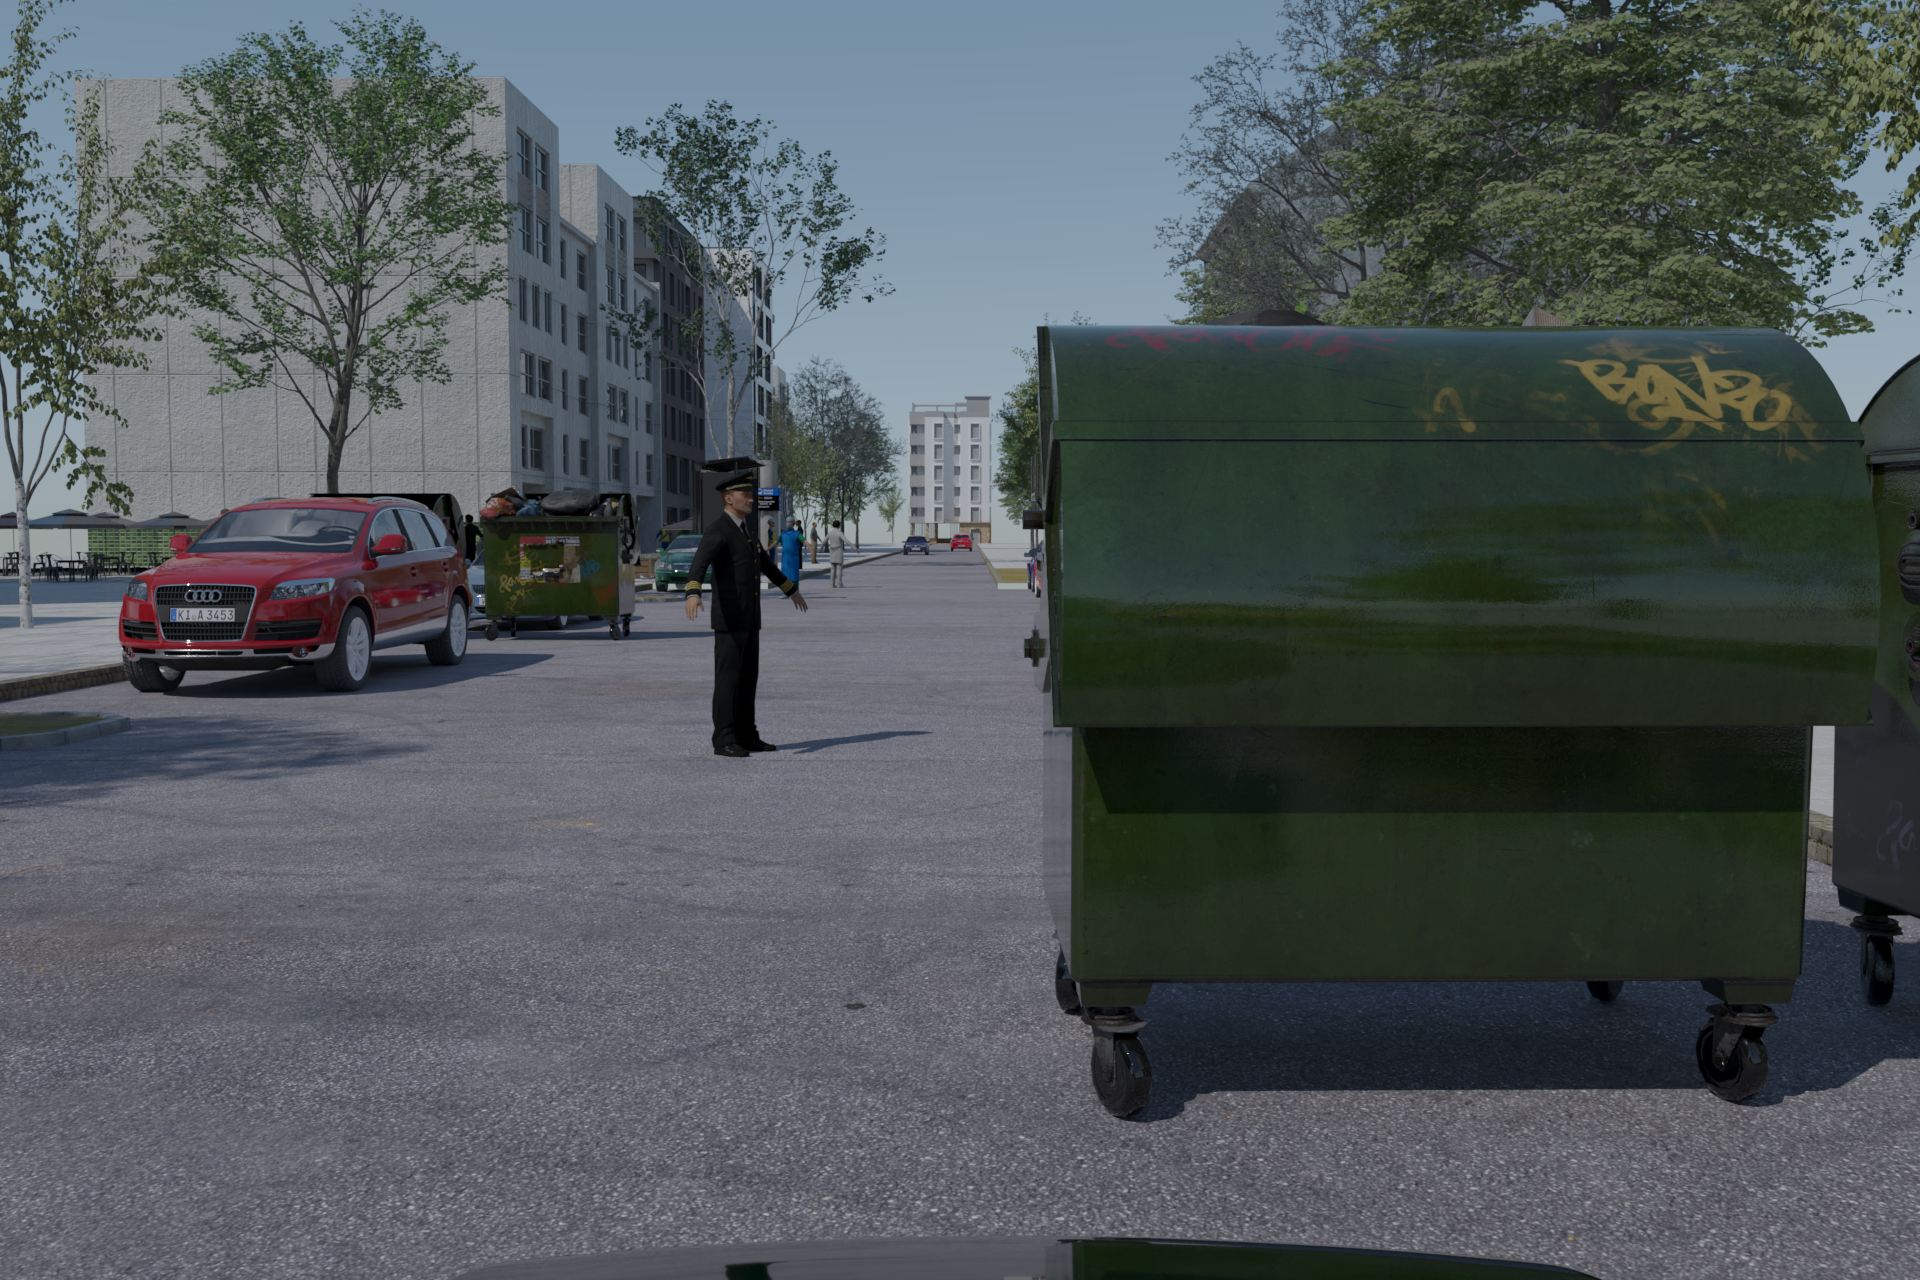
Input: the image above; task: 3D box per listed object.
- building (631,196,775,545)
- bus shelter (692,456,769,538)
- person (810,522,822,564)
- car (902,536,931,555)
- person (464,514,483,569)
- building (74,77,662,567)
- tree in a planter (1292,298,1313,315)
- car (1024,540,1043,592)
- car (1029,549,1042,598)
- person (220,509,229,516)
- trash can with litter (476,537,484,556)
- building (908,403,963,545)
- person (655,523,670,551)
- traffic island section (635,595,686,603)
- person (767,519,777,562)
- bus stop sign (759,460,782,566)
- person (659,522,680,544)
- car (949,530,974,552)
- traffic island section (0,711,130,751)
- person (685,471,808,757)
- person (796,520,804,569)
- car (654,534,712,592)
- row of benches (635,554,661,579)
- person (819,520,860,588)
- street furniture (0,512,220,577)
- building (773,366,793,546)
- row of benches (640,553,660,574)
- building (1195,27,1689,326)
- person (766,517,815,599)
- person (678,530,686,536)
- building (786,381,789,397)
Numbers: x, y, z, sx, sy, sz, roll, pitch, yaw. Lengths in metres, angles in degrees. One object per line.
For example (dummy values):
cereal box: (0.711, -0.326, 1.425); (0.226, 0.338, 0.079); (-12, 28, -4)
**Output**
building: (-28.735, -16.969, 121.423); (27.936, 21.610, 32.646); (0, 4, 1)
bus shelter: (-7.246, -3.912, 55.249); (1.731, 3.624, 6.357); (0, 4, 0)
person: (-6.249, -4.184, 74.682); (0.705, 1.796, 1.348); (1, 4, 13)
car: (-2.977, -6.459, 118.192); (1.945, 1.354, 3.894); (0, 4, 0)
person: (-13.029, -2.431, 45.935); (0.705, 1.806, 1.347); (2, 4, 33)
building: (-25.676, -13.256, 83.190); (16.747, 18.905, 31.486); (0, 4, 1)
tree in a planter: (2.644, -0.976, 13.186); (1.991, 3.239, 1.994); (0, 4, 1)
car: (2.612, -1.912, 43.842); (1.945, 1.354, 3.894); (0, 3, 0)
car: (2.594, -1.756, 37.753); (2.155, 1.783, 4.494); (0, 4, -1)
person: (-13.972, -1.595, 32.646); (0.750, 1.759, 0.617); (0, 4, 3)
trash can with litter: (-10.179, -1.632, 37.738); (1.678, 1.210, 2.233); (0, 4, 0)
building: (-6.851, -23.415, 241.709); (11.380, 20.090, 16.016); (1, 4, 10)
person: (-14.130, -4.716, 83.082); (0.705, 1.833, 1.349); (3, 5, 43)
traffic island section: (-6.908, -0.880, 37.256); (1.991, 0.108, 1.994); (0, 4, 1)
person: (-5.946, -2.999, 55.500); (0.721, 1.772, 1.216); (0, 4, -1)
bus stop sign: (-6.822, -4.454, 61.846); (0.837, 3.901, 0.837); (0, 4, 2)
person: (-12.578, -4.280, 76.112); (1.348, 1.813, 0.705); (-2, 4, -30)
car: (0.122, -8.208, 143.245); (2.155, 1.783, 4.494); (0, 3, 0)
traffic island section: (-7.071, 0.652, 12.205); (1.991, 0.108, 1.994); (0, 3, 0)
person: (-1.430, -0.177, 11.287); (0.705, 1.837, 1.347); (2, 4, 26)
person: (-5.867, -3.467, 62.914); (0.704, 1.802, 1.346); (0, 4, 4)
car: (-6.633, -2.001, 44.519); (2.131, 1.459, 4.920); (0, 4, 0)
row of benches: (-9.131, -2.181, 51.118); (1.422, 0.672, 4.104); (0, 4, -1)
person: (-3.264, -2.294, 46.145); (1.347, 1.806, 0.705); (2, 4, 35)
street furniture: (-27.078, -3.168, 56.821); (27.439, 1.986, 14.083); (-1, 4, -9)
building: (-27.465, -19.302, 182.049); (16.747, 18.905, 31.486); (0, 3, 0)
row of benches: (-10.012, -2.440, 55.359); (1.422, 0.672, 4.104); (0, 3, 0)
building: (22.253, -15.477, 83.985); (19.493, 23.208, 18.063); (0, 4, 1)
person: (-3.759, -1.815, 38.256); (1.347, 1.817, 0.704); (2, 4, 25)
person: (-10.314, -3.491, 63.805); (0.721, 1.740, 1.216); (0, 4, -1)
building: (-26.193, -21.168, 202.518); (16.016, 20.090, 11.380); (0, 4, 1)
